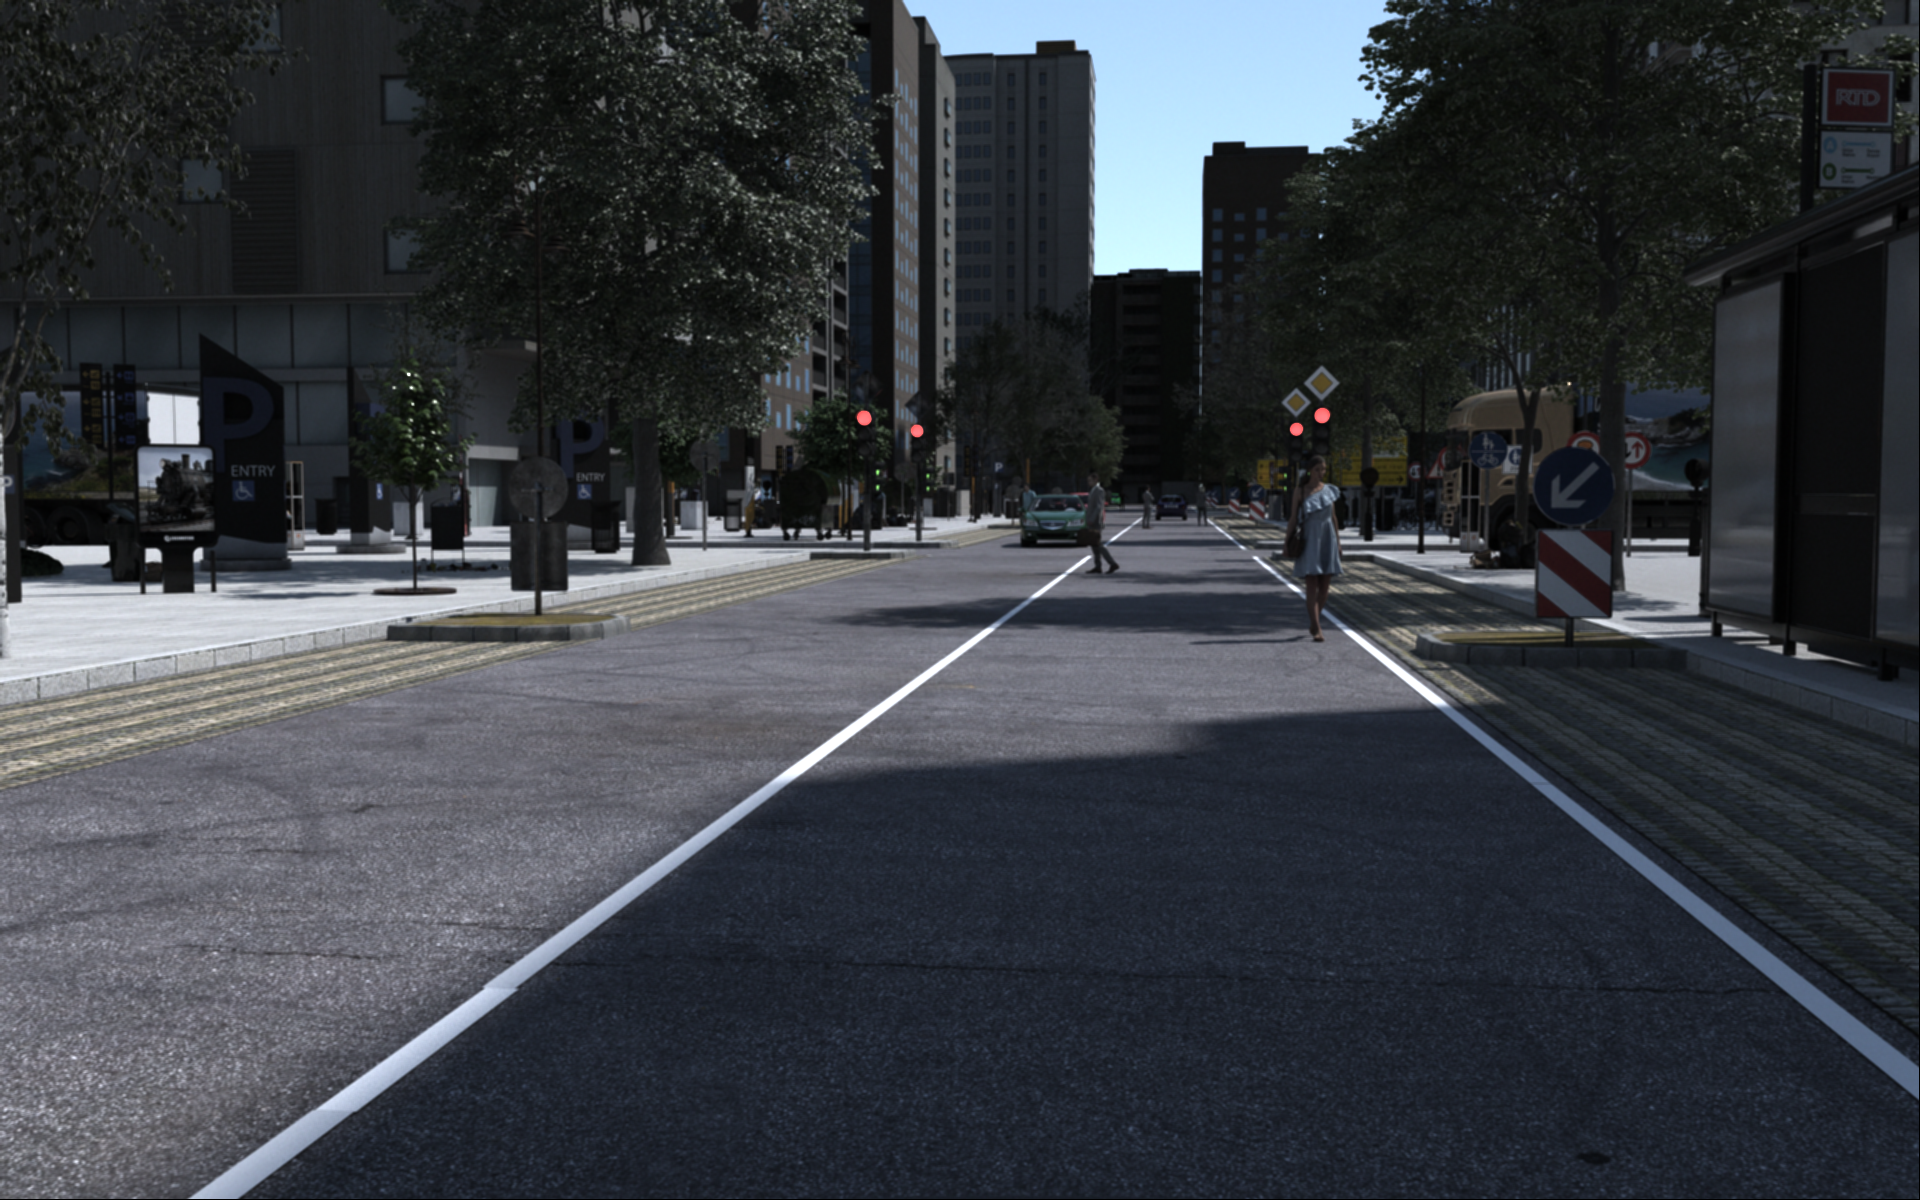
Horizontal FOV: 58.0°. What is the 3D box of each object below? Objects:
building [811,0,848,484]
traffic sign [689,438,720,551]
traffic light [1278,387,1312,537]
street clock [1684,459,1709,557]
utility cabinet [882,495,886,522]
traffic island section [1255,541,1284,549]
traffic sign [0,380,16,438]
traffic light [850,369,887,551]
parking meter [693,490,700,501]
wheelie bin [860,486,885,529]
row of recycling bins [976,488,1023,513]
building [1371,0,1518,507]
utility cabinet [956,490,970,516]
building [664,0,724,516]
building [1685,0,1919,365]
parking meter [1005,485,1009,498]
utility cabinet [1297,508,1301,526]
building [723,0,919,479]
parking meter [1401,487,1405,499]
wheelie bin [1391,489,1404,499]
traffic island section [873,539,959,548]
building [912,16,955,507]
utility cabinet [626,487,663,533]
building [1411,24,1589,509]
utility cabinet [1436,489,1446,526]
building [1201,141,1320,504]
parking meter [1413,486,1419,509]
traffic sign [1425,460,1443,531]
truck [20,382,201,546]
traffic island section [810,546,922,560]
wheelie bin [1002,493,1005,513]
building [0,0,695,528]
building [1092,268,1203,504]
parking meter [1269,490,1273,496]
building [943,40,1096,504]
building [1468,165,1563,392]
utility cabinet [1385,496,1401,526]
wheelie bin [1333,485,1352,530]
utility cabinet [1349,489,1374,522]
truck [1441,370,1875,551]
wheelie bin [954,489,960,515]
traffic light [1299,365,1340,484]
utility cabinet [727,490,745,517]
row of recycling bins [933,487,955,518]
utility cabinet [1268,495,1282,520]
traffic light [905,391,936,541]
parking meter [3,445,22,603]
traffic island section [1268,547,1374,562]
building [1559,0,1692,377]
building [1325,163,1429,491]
[{"bbox_3d":[-17.468,-42.575,134.357,20.563,71.187,20.611,0,4,7],"label":"building"},{"bbox_3d":[-5.802,-2.396,39.285,0.768,2.556,0.104,1,4,16],"label":"traffic sign"},{"bbox_3d":[8.836,-3.475,45.734,0.839,4.253,0.868,0,4,7],"label":"traffic light"},{"bbox_3d":[15.136,-1.898,35.605,0.358,2.002,0.471,-1,4,-21],"label":"street clock"},{"bbox_3d":[-3.885,-4.114,78.418,1.020,1.237,0.306,-2,4,-26],"label":"utility cabinet"},{"bbox_3d":[8.874,-1.441,45.843,2.009,0.180,2.903,0,4,7],"label":"traffic island section"},{"bbox_3d":[-10.381,-1.120,18.422,0.768,2.556,0.104,1,4,12],"label":"traffic sign"},{"bbox_3d":[-2.085,-3.064,39.022,0.839,4.253,0.868,0,4,7],"label":"traffic light"},{"bbox_3d":[-14.750,-5.424,97.096,0.372,1.533,0.369,0,3,0],"label":"parking meter"},{"bbox_3d":[-3.189,-3.432,64.025,0.980,1.594,0.693,-2,4,-30],"label":"wheelie bin"},{"bbox_3d":[2.766,-6.771,117.824,3.534,1.692,1.069,-1,4,-15],"label":"row of recycling bins"},{"bbox_3d":[51.748,-51.908,161.372,22.319,86.520,31.000,0,4,7],"label":"building"},{"bbox_3d":[0.167,-5.610,100.402,0.318,1.500,1.173,2,4,26],"label":"utility cabinet"},{"bbox_3d":[-17.260,-27.827,105.088,14.600,45.320,14.200,0,4,7],"label":"building"},{"bbox_3d":[35.867,-12.612,60.950,16.860,20.320,10.420,0,4,7],"label":"building"},{"bbox_3d":[3.027,-6.259,108.050,0.399,1.863,0.255,3,4,36],"label":"parking meter"},{"bbox_3d":[13.628,-3.687,68.963,0.318,1.500,1.173,2,4,30],"label":"utility cabinet"},{"bbox_3d":[-11.486,-30.691,151.913,14.600,45.320,14.200,0,4,7],"label":"building"},{"bbox_3d":[27.008,-6.131,105.949,0.399,1.863,0.255,2,4,32],"label":"parking meter"},{"bbox_3d":[25.858,-5.785,102.494,0.693,1.594,0.980,1,4,20],"label":"wheelie bin"},{"bbox_3d":[-1.140,-1.517,47.086,2.009,0.180,2.903,0,4,7],"label":"traffic island section"},{"bbox_3d":[-12.231,-33.734,175.245,21.600,48.544,21.300,0,4,7],"label":"building"},{"bbox_3d":[-10.375,-2.954,56.979,1.173,1.500,0.318,0,4,-2],"label":"utility cabinet"},{"bbox_3d":[52.404,-27.065,134.391,32.217,40.220,23.993,0,4,7],"label":"building"},{"bbox_3d":[19.772,-3.738,69.790,1.173,1.500,0.318,-2,4,-25],"label":"utility cabinet"},{"bbox_3d":[38.282,-35.024,222.749,14.200,45.320,14.600,0,4,7],"label":"building"},{"bbox_3d":[31.320,-6.928,118.978,0.399,1.863,0.255,2,4,29],"label":"parking meter"},{"bbox_3d":[16.456,-3.645,59.596,0.884,2.594,0.081,1,4,11],"label":"traffic sign"},{"bbox_3d":[-25.738,-3.453,45.371,11.283,4.237,2.839,0,4,8],"label":"truck"},{"bbox_3d":[-2.124,-1.032,39.162,2.009,0.180,2.903,0,4,7],"label":"traffic island section"},{"bbox_3d":[3.203,-6.464,113.591,0.693,1.594,0.980,2,4,29],"label":"wheelie bin"},{"bbox_3d":[-27.822,-29.794,76.375,28.713,52.752,27.495,0,4,7],"label":"building"},{"bbox_3d":[24.257,-27.732,225.113,14.107,30.474,14.160,0,4,7],"label":"building"},{"bbox_3d":[19.097,-6.155,106.343,0.255,1.863,0.399,1,4,9],"label":"parking meter"},{"bbox_3d":[3.661,-42.086,230.106,28.212,58.520,21.231,0,4,7],"label":"building"},{"bbox_3d":[39.613,-16.141,105.712,13.314,21.916,24.055,0,4,7],"label":"building"},{"bbox_3d":[17.403,-3.580,69.697,0.306,1.237,1.020,0,4,-6],"label":"utility cabinet"},{"bbox_3d":[13.361,-3.291,61.716,0.693,1.594,0.980,0,4,-7],"label":"wheelie bin"},{"bbox_3d":[18.380,-4.323,79.367,1.173,1.500,0.318,-2,4,-25],"label":"utility cabinet"},{"bbox_3d":[16.493,-3.155,40.502,11.283,4.237,2.839,0,4,6],"label":"truck"},{"bbox_3d":[-0.264,-6.034,106.569,0.980,1.594,0.693,-3,4,-37],"label":"wheelie bin"},{"bbox_3d":[7.852,-2.990,37.809,0.839,4.253,0.868,0,4,7],"label":"traffic light"},{"bbox_3d":[-12.443,-5.406,97.067,1.173,1.500,0.318,0,4,6],"label":"utility cabinet"},{"bbox_3d":[-0.855,-5.430,95.896,1.069,1.692,3.534,-1,4,-8],"label":"row of recycling bins"},{"bbox_3d":[15.473,-4.523,85.116,0.306,1.237,1.020,2,4,33],"label":"utility cabinet"},{"bbox_3d":[-1.101,-3.549,46.947,0.839,4.253,0.868,0,4,7],"label":"traffic light"},{"bbox_3d":[-11.276,-0.893,20.313,0.255,1.863,0.399,1,4,20],"label":"parking meter"},{"bbox_3d":[7.890,-0.956,37.918,2.009,0.180,2.903,0,4,7],"label":"traffic island section"},{"bbox_3d":[37.065,-17.991,81.537,14.401,28.519,23.554,0,4,7],"label":"building"},{"bbox_3d":[60.126,-34.821,223.942,28.867,44.769,22.147,0,4,7],"label":"building"}]
